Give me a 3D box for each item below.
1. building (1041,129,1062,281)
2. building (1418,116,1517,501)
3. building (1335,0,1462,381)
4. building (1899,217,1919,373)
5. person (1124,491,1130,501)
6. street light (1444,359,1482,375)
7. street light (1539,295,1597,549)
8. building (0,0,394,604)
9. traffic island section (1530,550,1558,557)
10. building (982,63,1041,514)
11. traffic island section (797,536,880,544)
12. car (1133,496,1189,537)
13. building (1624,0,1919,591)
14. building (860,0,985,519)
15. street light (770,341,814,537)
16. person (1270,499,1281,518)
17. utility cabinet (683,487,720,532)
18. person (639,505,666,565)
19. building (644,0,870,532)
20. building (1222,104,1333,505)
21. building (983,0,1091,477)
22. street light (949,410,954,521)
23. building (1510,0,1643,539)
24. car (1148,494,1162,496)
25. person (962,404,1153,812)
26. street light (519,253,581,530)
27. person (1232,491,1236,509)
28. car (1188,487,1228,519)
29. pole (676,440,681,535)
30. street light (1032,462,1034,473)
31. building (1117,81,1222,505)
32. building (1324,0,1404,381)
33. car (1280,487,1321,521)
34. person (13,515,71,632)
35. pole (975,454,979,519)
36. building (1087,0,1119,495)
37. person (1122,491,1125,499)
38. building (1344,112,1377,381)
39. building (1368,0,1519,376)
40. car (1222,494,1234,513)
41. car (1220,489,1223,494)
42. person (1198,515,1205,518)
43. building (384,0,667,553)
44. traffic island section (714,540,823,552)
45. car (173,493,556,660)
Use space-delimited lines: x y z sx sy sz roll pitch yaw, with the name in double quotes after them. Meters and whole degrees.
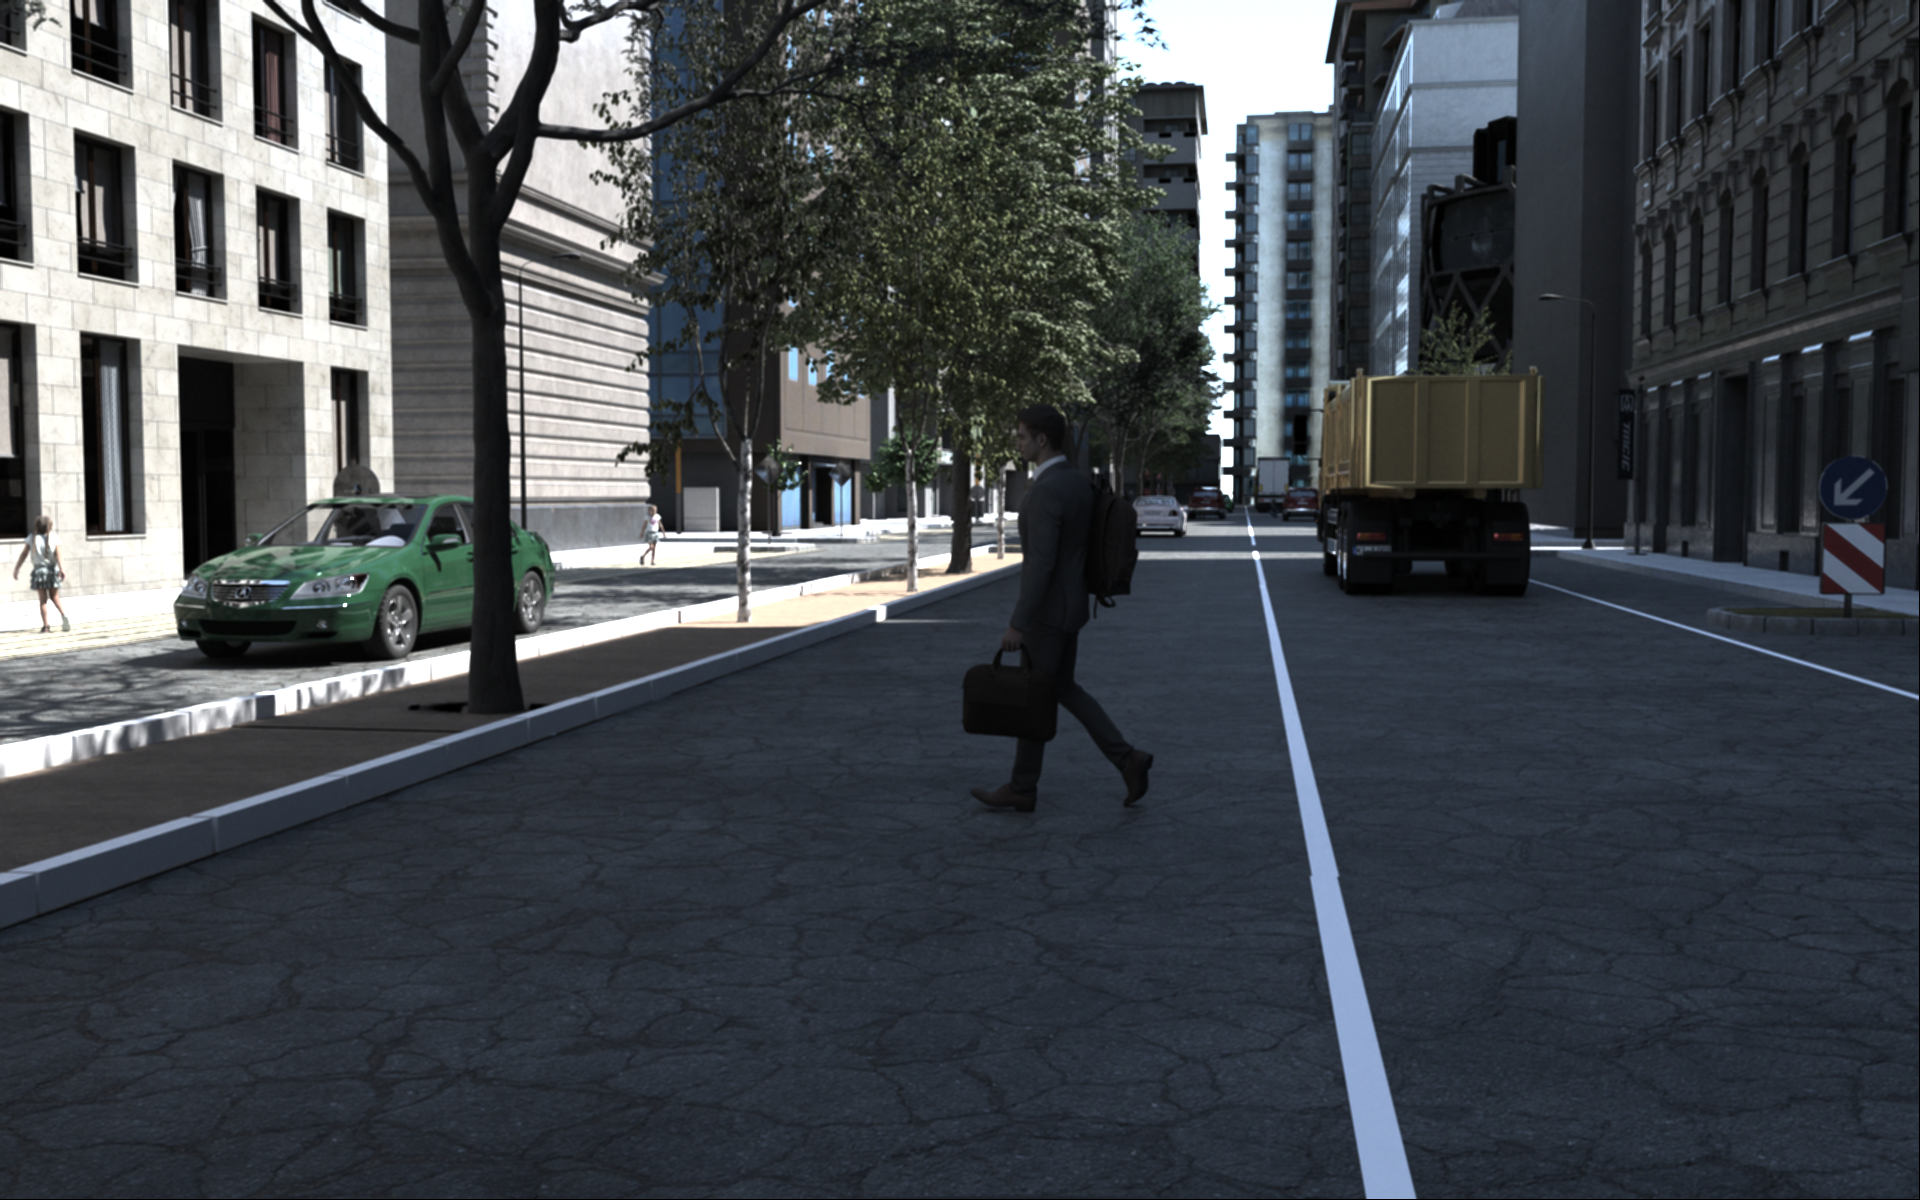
0.130 -22.165 134.091 14.160 30.474 14.107 1 4 9 "building"
30.735 -13.217 83.555 16.820 18.784 16.811 1 4 9 "building"
44.997 -30.503 153.347 22.147 44.769 28.867 1 4 9 "building"
16.497 -11.442 6.150 14.314 24.678 30.058 1 4 9 "building"
16.855 -10.129 174.833 0.721 1.735 1.217 -1 4 -18 "person"
17.323 -5.325 59.609 1.470 5.913 1.316 1 4 9 "street light"
14.181 -4.153 40.435 1.470 5.913 1.316 1 4 9 "street light"
-16.117 -10.201 21.541 10.420 20.320 16.860 1 4 9 "building"
12.816 -1.137 40.873 2.009 0.180 2.903 1 4 9 "traffic island section"
-2.619 -21.058 116.001 14.160 30.474 14.107 1 4 9 "building"
-3.553 -1.795 51.633 2.009 0.180 2.903 1 4 9 "traffic island section"
6.727 -2.858 59.093 2.083 1.381 4.827 1 4 10 "car"
18.716 -11.082 30.337 9.793 20.994 18.267 1 4 9 "building"
-6.614 -25.100 93.976 14.154 41.232 14.086 1 4 9 "building"
-4.971 -4.837 51.619 1.470 5.913 1.316 1 4 9 "street light"
19.238 -5.590 105.390 0.738 1.151 1.012 3 4 38 "person"
-8.625 -3.009 57.875 1.173 1.500 0.318 1 4 11 "utility cabinet"
-6.171 -1.302 34.799 0.505 1.210 0.382 -3 4 -39 "person"
-11.677 -25.372 64.943 14.600 45.320 14.200 1 4 9 "building"
48.184 -36.421 215.086 30.456 49.044 23.786 1 4 9 "building"
3.595 -30.477 148.410 14.600 45.320 14.200 1 4 9 "building"
0.207 -6.762 83.100 1.470 5.913 1.316 1 4 9 "street light"
30.197 -15.821 52.177 24.014 27.812 14.314 1 4 9 "building"
17.566 -8.933 155.837 2.009 1.686 4.222 1 4 8 "car"
0.449 0.042 7.770 0.822 1.834 0.622 1 4 10 "person"
-7.977 -3.732 33.567 1.470 5.913 1.316 1 4 9 "street light"
26.370 -9.601 166.196 0.721 1.743 1.217 1 4 15 "person"
14.248 -5.573 99.793 2.281 1.827 5.304 1 4 10 "car"
-8.924 -3.733 54.881 0.158 3.312 0.155 0 3 0 "pole"
5.386 -8.708 114.909 1.470 5.913 1.316 1 4 9 "street light"
19.864 -38.774 223.199 27.495 52.752 28.713 1 4 9 "building"
53.048 -36.184 180.844 28.713 52.752 27.495 1 4 9 "building"
18.410 -5.173 93.257 2.281 1.827 5.304 1 4 10 "car"
-9.440 -0.262 17.800 0.505 1.210 0.382 -2 4 -30 "person"
0.875 -5.722 87.401 0.158 3.312 0.155 0 3 0 "pole"
6.499 -46.025 190.757 20.611 71.187 20.563 1 4 9 "building"
14.789 -9.004 156.452 0.721 1.736 1.217 0 4 -5 "person"
36.717 -22.117 133.315 14.160 30.474 14.107 1 4 9 "building"
31.796 -20.130 106.618 11.434 29.767 29.804 1 4 9 "building"
19.906 -7.546 132.181 1.959 1.807 4.718 1 4 11 "car"
20.267 -7.954 138.721 2.281 1.827 5.304 1 4 8 "car"
14.710 -5.902 105.205 0.606 1.804 0.583 -2 4 -29 "person"
-17.785 -12.950 40.605 19.941 23.489 11.050 1 4 9 "building"
-4.841 -1.313 43.752 2.009 0.180 2.903 1 4 9 "traffic island section"
-5.496 -0.292 16.577 2.131 1.459 4.920 1 4 10 "car"
